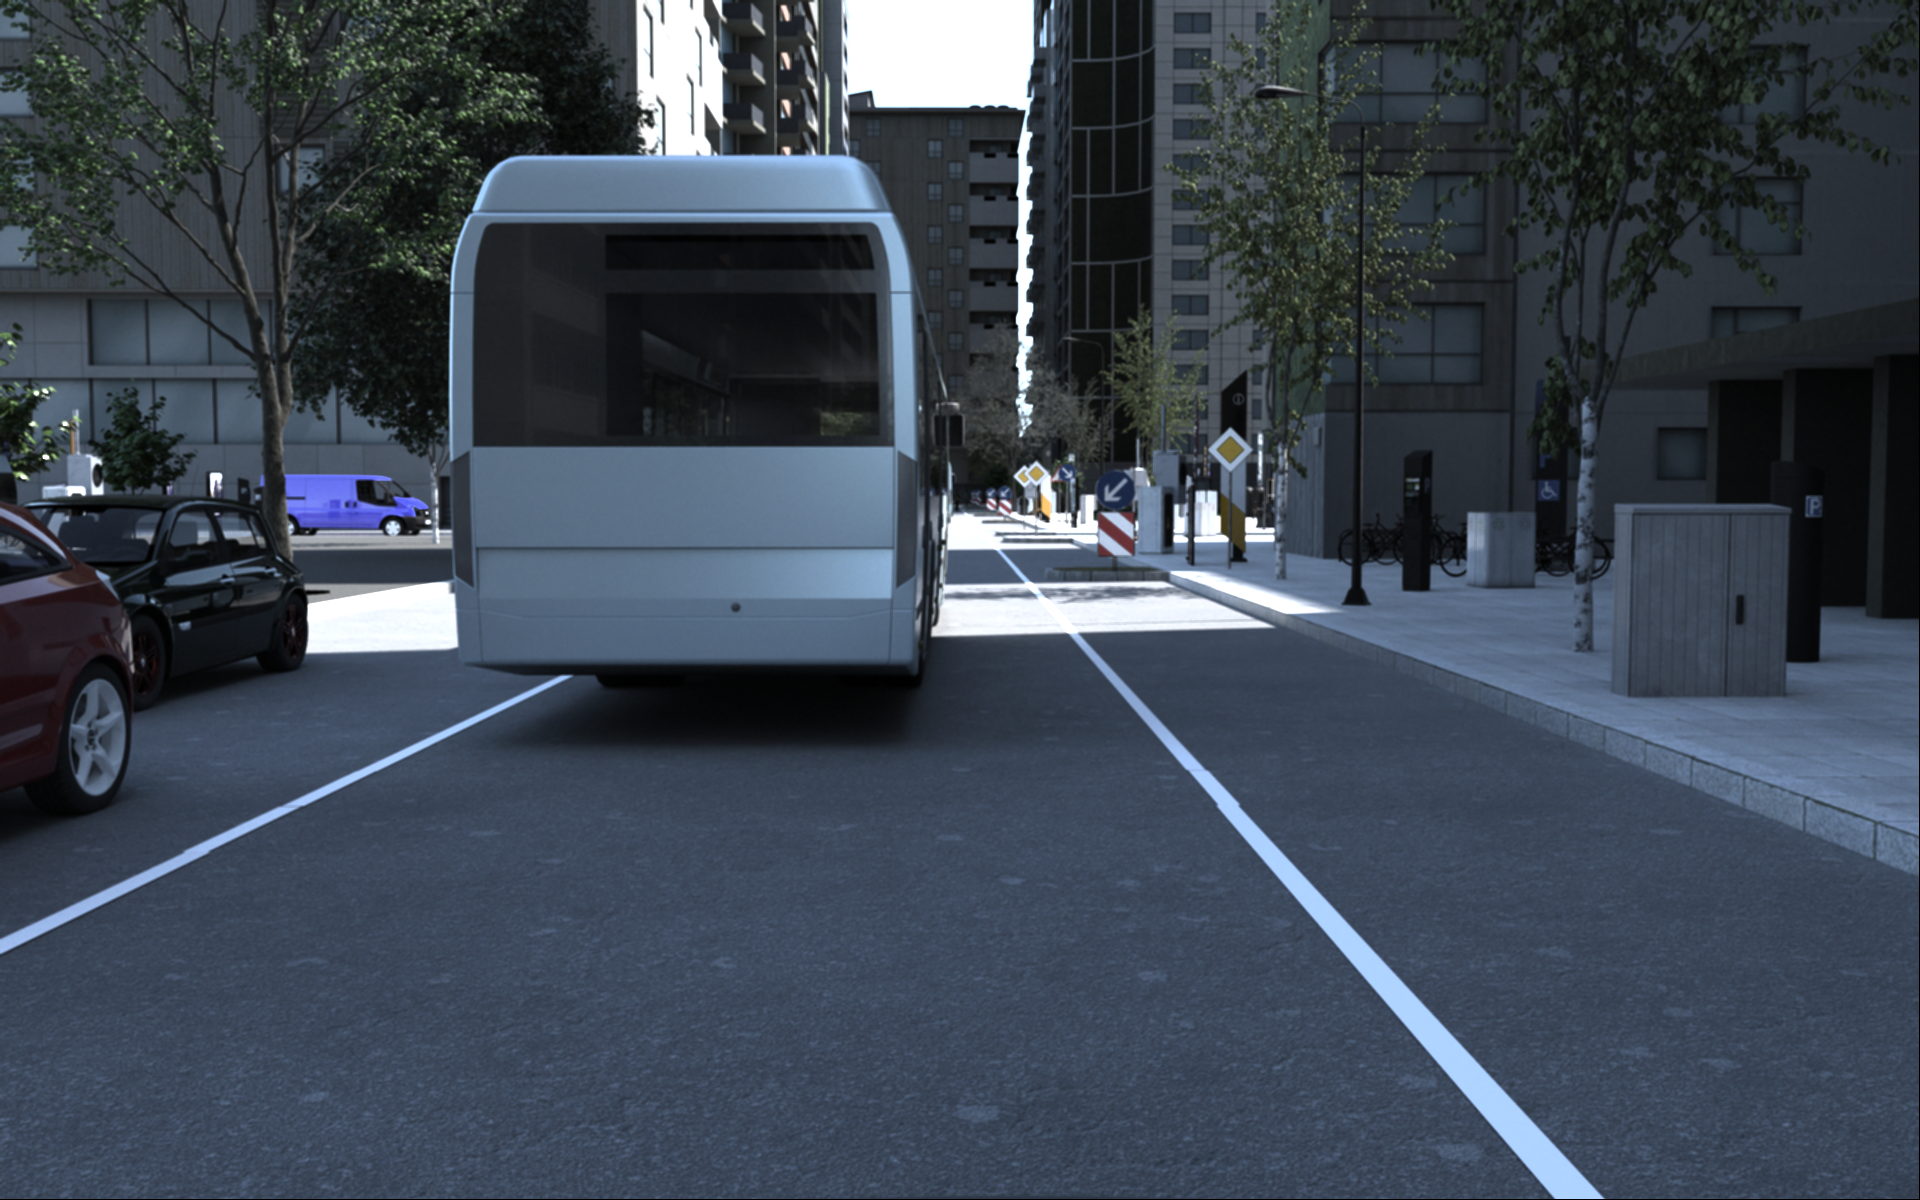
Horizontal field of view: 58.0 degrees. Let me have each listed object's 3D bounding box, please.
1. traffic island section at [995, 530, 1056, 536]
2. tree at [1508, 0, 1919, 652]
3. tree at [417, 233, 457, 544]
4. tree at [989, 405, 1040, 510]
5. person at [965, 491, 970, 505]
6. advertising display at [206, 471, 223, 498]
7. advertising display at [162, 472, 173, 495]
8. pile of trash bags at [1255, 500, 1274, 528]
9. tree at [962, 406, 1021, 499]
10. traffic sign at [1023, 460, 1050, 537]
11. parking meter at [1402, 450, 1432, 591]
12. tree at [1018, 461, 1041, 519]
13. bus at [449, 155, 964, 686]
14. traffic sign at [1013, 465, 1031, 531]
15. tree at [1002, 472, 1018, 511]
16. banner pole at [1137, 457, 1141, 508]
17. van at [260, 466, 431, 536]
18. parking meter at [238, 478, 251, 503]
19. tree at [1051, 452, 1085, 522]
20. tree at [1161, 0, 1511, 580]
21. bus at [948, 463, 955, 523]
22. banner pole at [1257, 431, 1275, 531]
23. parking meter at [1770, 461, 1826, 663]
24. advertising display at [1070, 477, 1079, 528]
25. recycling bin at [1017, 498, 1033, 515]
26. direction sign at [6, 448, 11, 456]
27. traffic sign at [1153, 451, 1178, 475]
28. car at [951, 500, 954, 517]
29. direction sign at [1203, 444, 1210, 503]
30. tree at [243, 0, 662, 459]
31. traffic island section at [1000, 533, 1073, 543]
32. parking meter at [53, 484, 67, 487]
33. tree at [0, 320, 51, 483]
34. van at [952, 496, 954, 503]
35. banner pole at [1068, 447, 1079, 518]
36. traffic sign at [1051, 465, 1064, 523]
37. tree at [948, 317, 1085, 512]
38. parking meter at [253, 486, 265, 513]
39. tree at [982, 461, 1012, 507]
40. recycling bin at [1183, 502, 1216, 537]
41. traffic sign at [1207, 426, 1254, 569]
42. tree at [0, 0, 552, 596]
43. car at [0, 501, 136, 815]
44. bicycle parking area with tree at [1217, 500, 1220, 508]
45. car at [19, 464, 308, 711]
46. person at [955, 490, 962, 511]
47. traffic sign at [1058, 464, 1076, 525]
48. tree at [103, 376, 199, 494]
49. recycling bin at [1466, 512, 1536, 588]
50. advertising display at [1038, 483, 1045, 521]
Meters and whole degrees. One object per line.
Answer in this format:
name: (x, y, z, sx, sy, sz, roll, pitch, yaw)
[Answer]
traffic island section: (2.243, -2.291, 59.741, 2.009, 0.180, 2.903, 0, 4, 0)
tree: (5.310, -3.887, 13.918, 4.737, 8.622, 4.395, 0, 3, 0)
tree: (-13.349, -5.754, 44.443, 4.737, 8.622, 4.395, 0, 3, 0)
tree: (4.266, -11.393, 136.642, 4.360, 8.622, 3.978, 0, 3, 0)
person: (0.794, -11.369, 194.385, 0.705, 1.824, 1.348, 2, 4, 23)
advertising display: (-21.291, -2.709, 49.501, 0.123, 1.923, 0.974, 0, 4, -4)
advertising display: (-20.036, -2.361, 43.822, 0.123, 1.923, 0.974, -1, 4, -17)
pile of trash bags: (12.689, -3.457, 66.280, 1.912, 1.369, 3.447, 2, 4, 32)
tree: (4.018, -18.015, 212.673, 7.486, 12.596, 7.792, 0, 3, 0)
traffic sign: (2.275, -2.938, 51.678, 0.795, 2.450, 0.064, 0, 4, 0)
parking meter: (6.052, -1.053, 22.926, 0.255, 1.863, 0.399, 3, 4, 38)
tree: (4.264, -5.696, 87.723, 1.663, 3.219, 1.824, 0, 3, 0)
bus: (-1.462, -1.296, 16.052, 2.948, 3.499, 13.247, 0, 4, 0)
traffic sign: (2.220, -3.426, 59.663, 0.795, 2.450, 0.064, 0, 4, 0)
tree: (4.095, -8.292, 130.178, 1.663, 3.219, 1.824, 0, 3, 0)
banner pole: (10.684, -6.948, 103.624, 0.401, 3.779, 0.863, -1, 4, -11)
van: (-19.907, -3.172, 56.253, 5.245, 2.365, 2.240, 0, 4, -1)
parking meter: (-25.404, -3.412, 61.489, 0.399, 1.863, 0.255, -2, 4, -26)
tree: (4.946, -5.180, 79.288, 1.663, 3.219, 1.824, 0, 3, 0)
tree: (5.062, -4.616, 25.833, 4.737, 8.622, 4.395, 0, 3, 0)
bus: (-1.701, -5.702, 88.082, 2.948, 3.499, 13.247, 0, 4, 0)
banner pole: (10.595, -4.328, 60.776, 0.401, 3.779, 0.863, 2, 4, 33)
parking meter: (6.418, -0.299, 13.308, 0.372, 1.533, 0.369, 0, 3, 0)
advertising display: (4.280, -3.656, 64.993, 0.123, 1.923, 0.974, -1, 4, -9)
recycling bin: (4.003, -5.735, 106.319, 0.722, 1.027, 0.722, -3, 5, -44)
direction sign: (-32.731, -4.089, 58.855, 0.876, 3.537, 0.379, -2, 4, -33)
traffic sign: (4.785, -2.337, 40.334, 0.606, 2.300, 0.079, 0, 4, 2)
car: (-1.395, -6.039, 110.536, 2.131, 1.459, 4.920, 0, 4, -2)
direction sign: (11.271, -5.334, 79.209, 0.379, 3.537, 0.876, 2, 4, 27)
tree: (-9.523, -7.226, 35.159, 9.611, 12.733, 9.660, 0, 3, 0)
traffic island section: (2.298, -1.803, 51.756, 2.009, 0.180, 2.903, 0, 4, 0)
parking meter: (-22.255, -2.103, 42.793, 0.372, 1.533, 0.369, 0, 3, 0)
tree: (-9.351, -1.315, 16.094, 1.663, 3.219, 1.824, 0, 3, 0)
van: (-1.680, -11.037, 187.466, 2.013, 2.044, 4.112, 0, 4, -2)
banner pole: (6.041, -6.226, 91.806, 0.863, 3.779, 0.401, -2, 4, -34)
traffic sign: (4.437, -4.729, 77.316, 0.884, 2.594, 0.081, 0, 4, 5)
tree: (3.673, -12.883, 121.014, 12.009, 13.543, 11.850, 0, 3, 0)
parking meter: (-21.069, -2.676, 52.162, 0.372, 1.533, 0.369, 0, 3, 0)
tree: (3.876, -11.591, 173.219, 4.285, 4.588, 4.351, 0, 3, 0)
recycling bin: (7.166, -2.396, 51.734, 0.722, 1.027, 0.722, -3, 4, -38)
traffic sign: (4.625, -1.743, 29.684, 0.795, 2.450, 0.064, 1, 4, 8)
tree: (-8.784, -5.880, 21.893, 9.928, 11.665, 9.643, 0, 3, 0)
car: (-4.739, 0.166, 6.330, 2.155, 1.783, 4.494, 0, 4, -1)
bicycle parking area with tree: (20.810, -7.771, 114.058, 8.231, 4.147, 9.016, 2, 4, 23)
car: (-6.232, -0.175, 12.640, 2.009, 1.686, 4.222, 0, 3, 0)
person: (-0.199, -8.383, 145.651, 0.705, 1.812, 1.348, -1, 4, -21)
traffic sign: (4.505, -4.449, 72.851, 0.768, 2.556, 0.104, 0, 4, 1)
tree: (-13.531, -2.061, 28.301, 1.663, 3.219, 1.824, 0, 3, 0)
recycling bin: (7.466, -0.694, 23.906, 0.722, 1.027, 0.722, 0, 4, -5)
advertising display: (3.938, -4.663, 81.453, 0.123, 1.923, 0.974, 2, 4, 29)
